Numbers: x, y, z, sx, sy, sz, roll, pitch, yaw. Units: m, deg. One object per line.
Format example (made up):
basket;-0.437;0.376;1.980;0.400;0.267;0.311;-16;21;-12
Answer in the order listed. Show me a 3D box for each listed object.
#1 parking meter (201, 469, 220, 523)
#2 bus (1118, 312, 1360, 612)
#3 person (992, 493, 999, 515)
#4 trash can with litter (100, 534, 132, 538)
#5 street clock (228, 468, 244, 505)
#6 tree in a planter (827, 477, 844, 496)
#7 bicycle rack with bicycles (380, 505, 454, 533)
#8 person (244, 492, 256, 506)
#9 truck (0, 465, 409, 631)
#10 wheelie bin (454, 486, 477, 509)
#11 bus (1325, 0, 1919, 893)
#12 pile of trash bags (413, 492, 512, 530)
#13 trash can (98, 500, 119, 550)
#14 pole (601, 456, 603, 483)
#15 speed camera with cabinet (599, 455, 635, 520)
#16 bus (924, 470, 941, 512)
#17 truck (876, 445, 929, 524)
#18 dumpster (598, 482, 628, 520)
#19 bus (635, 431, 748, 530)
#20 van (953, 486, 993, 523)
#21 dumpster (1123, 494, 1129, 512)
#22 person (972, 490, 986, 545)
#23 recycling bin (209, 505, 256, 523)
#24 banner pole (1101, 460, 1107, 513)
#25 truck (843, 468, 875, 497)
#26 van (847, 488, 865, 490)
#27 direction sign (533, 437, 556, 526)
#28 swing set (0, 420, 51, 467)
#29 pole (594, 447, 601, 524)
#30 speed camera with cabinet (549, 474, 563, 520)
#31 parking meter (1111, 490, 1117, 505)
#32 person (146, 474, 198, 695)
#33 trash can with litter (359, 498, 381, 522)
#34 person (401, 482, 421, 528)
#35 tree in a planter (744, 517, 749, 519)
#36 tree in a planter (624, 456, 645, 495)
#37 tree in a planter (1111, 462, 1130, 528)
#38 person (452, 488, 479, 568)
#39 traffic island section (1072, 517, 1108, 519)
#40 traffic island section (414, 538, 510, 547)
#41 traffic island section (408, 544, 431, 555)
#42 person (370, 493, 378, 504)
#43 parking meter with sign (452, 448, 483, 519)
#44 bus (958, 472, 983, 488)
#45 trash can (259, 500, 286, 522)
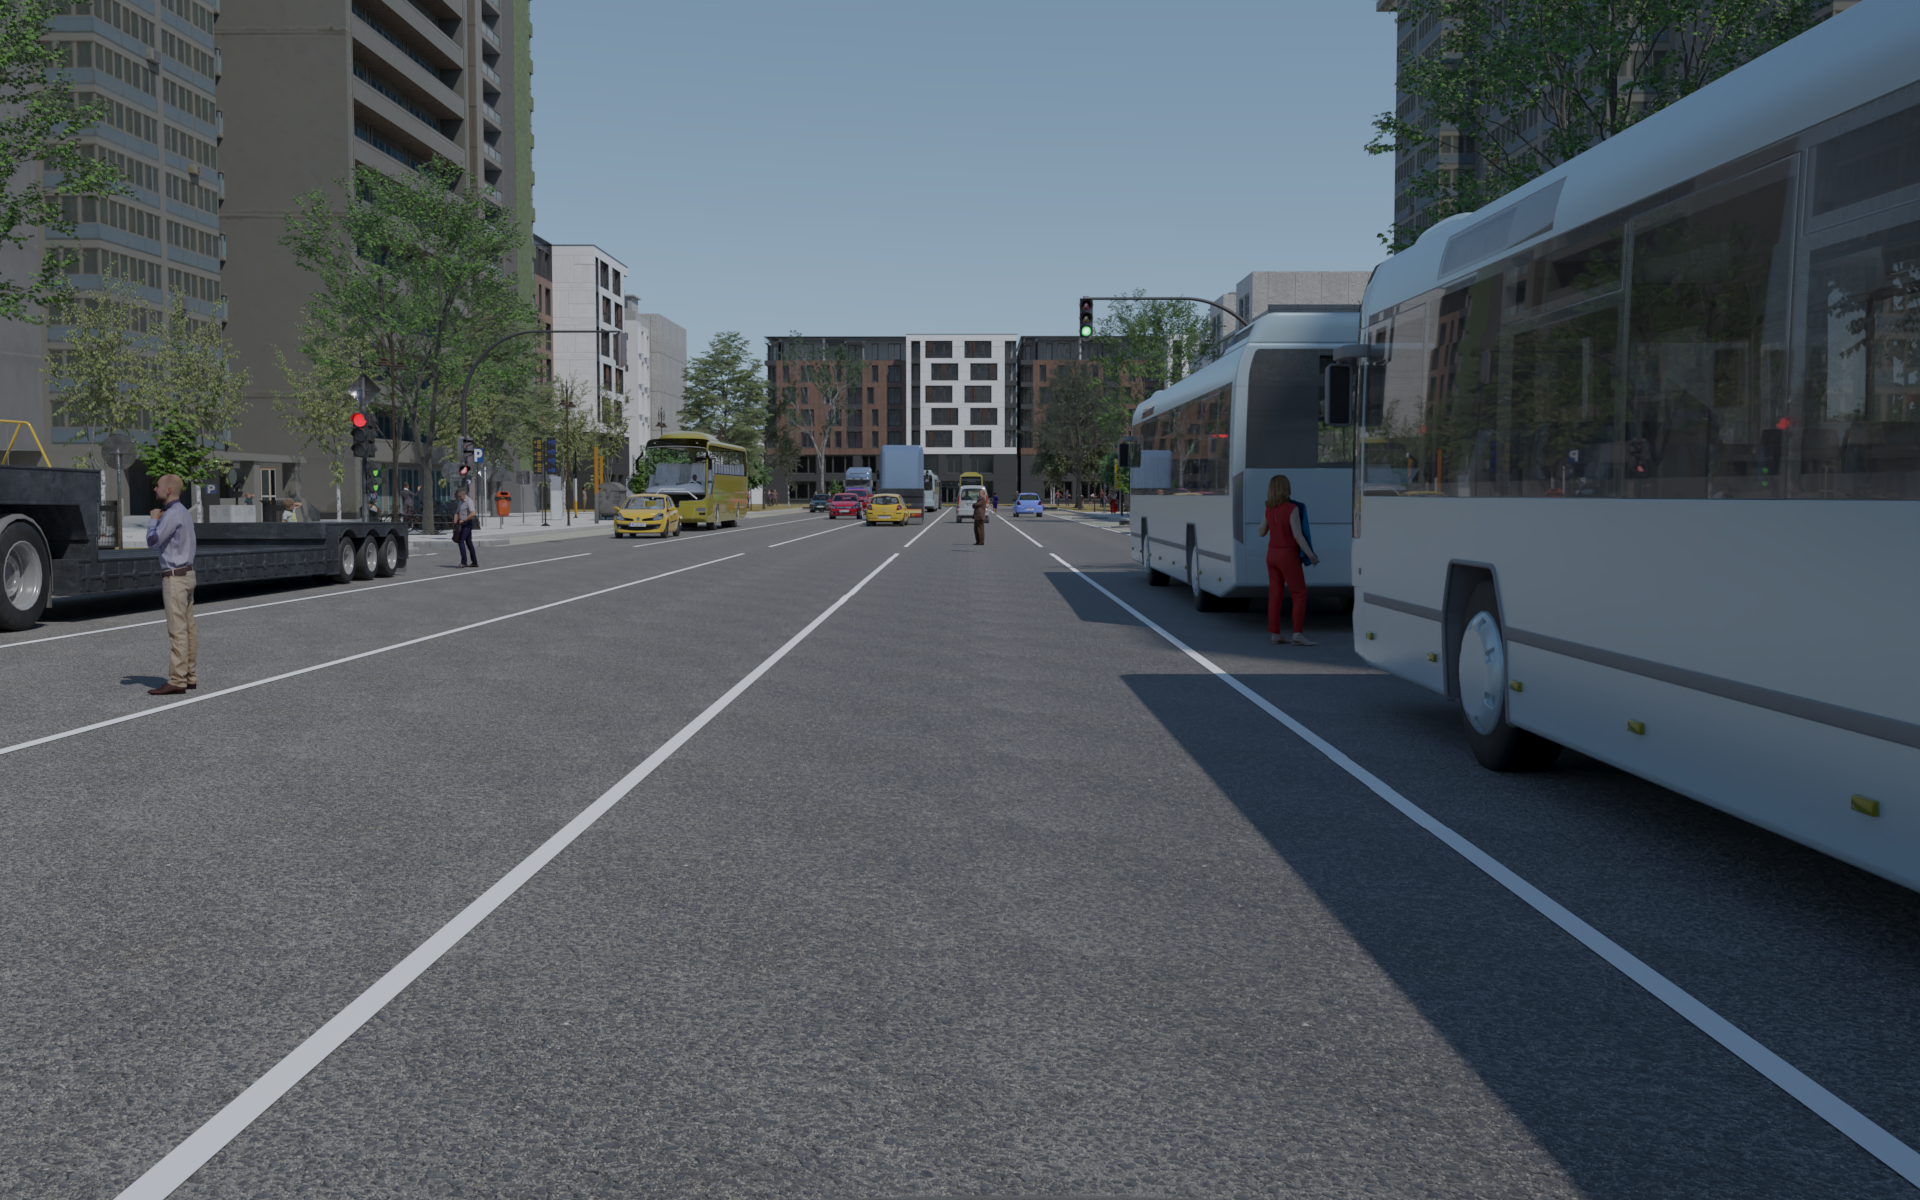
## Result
parking meter;-17.312;-2.098;40.017;0.399;1.863;0.255;-2;4;-25
bus;4.124;-1.793;24.179;2.948;3.499;13.247;0;4;1
person;2.439;-6.587;118.569;0.453;1.535;0.546;1;4;9
trash can with litter;-25.611;-2.454;51.181;2.233;1.210;1.678;1;4;14
street clock;-20.251;-2.687;48.507;0.471;2.002;0.358;3;4;38
tree in a planter;-12.896;-11.064;178.123;1.991;3.239;1.994;0;4;0
bicycle rack with bicycles;-18.008;-2.656;56.807;2.925;0.926;2.852;-3;4;-36
person;-28.652;-3.672;69.983;0.340;1.345;0.435;2;4;35
truck;-10.941;-1.913;21.030;2.967;4.110;18.799;0;4;0
wheelie bin;-18.465;-3.467;64.593;0.980;1.594;0.693;2;4;30
bus;3.931;-0.689;6.120;2.948;3.499;13.247;0;3;0
pile of trash bags;-17.865;-3.223;62.450;3.447;1.369;1.912;-2;4;-33
trash can;-19.628;-1.715;39.694;0.748;1.137;0.748;0;3;0
pole;-19.339;-6.092;93.440;0.158;3.312;0.155;0;3;0
speed camera with cabinet;-17.037;-5.647;86.663;2.038;3.252;0.660;0;4;-5
bus;-3.154;-8.881;140.072;2.948;3.499;13.247;0;4;1
truck;-3.091;-6.099;89.484;2.967;4.110;18.799;0;4;-1
dumpster;-17.080;-4.838;84.859;1.264;1.857;1.865;0;4;0
bus;-10.799;-4.892;71.534;2.896;3.916;12.252;0;4;0
van;0.652;-4.860;86.479;2.013;2.044;4.112;0;4;1
dumpster;12.279;-7.162;122.856;1.264;1.857;1.865;0;4;0
person;0.534;-2.303;48.423;0.388;1.546;0.482;-1;4;-12
recycling bin;-16.479;-1.633;39.259;0.722;1.027;0.722;2;4;23
banner pole;9.888;-7.832;118.064;0.401;3.779;0.863;0;4;-8
truck;-9.977;-11.696;180.993;2.967;4.110;18.799;0;4;1
van;-10.074;-9.983;167.605;2.240;2.365;5.245;0;4;0
direction sign;-16.524;-4.706;68.946;0.876;3.537;0.379;-1;4;-11
swing set;-20.179;-2.350;36.042;2.862;2.851;3.119;0;4;3
pole;-15.692;-4.946;74.713;0.158;3.312;0.155;0;3;0
speed camera with cabinet;-20.077;-5.610;86.066;0.660;3.252;2.038;-1;4;-14
parking meter;10.916;-6.996;122.791;0.372;1.533;0.369;0;3;0
person;-5.697;-0.119;12.512;0.319;1.574;0.516;0;4;-4
trash can with litter;-16.937;-2.300;48.993;1.055;1.170;0.624;0;4;-1
person;-20.444;-3.529;64.537;0.742;1.727;0.445;-1;4;-13
tree in a planter;-13.237;-6.272;99.764;1.991;3.239;1.994;0;4;0
tree in a planter;-13.355;-4.624;72.820;1.991;3.239;1.994;0;4;0
tree in a planter;7.375;-4.619;72.741;1.991;3.239;1.994;0;4;0
person;-9.574;-1.397;33.557;0.590;1.554;0.614;-3;5;-41
traffic island section;7.501;-4.730;100.203;1.991;0.108;1.994;0;4;0
traffic island section;-13.790;-1.589;48.267;2.009;0.180;2.903;0;4;0
traffic island section;-13.824;-1.101;40.282;2.009;0.180;2.903;0;4;0
person;-29.855;-4.902;88.247;0.319;1.574;0.516;1;4;21
parking meter with sign;-19.046;-4.282;66.272;1.738;3.016;0.543;2;4;30
bus;1.218;-12.420;194.616;2.896;3.916;12.252;0;3;0
trash can;-16.107;-1.783;40.814;0.748;1.137;0.748;0;3;0
